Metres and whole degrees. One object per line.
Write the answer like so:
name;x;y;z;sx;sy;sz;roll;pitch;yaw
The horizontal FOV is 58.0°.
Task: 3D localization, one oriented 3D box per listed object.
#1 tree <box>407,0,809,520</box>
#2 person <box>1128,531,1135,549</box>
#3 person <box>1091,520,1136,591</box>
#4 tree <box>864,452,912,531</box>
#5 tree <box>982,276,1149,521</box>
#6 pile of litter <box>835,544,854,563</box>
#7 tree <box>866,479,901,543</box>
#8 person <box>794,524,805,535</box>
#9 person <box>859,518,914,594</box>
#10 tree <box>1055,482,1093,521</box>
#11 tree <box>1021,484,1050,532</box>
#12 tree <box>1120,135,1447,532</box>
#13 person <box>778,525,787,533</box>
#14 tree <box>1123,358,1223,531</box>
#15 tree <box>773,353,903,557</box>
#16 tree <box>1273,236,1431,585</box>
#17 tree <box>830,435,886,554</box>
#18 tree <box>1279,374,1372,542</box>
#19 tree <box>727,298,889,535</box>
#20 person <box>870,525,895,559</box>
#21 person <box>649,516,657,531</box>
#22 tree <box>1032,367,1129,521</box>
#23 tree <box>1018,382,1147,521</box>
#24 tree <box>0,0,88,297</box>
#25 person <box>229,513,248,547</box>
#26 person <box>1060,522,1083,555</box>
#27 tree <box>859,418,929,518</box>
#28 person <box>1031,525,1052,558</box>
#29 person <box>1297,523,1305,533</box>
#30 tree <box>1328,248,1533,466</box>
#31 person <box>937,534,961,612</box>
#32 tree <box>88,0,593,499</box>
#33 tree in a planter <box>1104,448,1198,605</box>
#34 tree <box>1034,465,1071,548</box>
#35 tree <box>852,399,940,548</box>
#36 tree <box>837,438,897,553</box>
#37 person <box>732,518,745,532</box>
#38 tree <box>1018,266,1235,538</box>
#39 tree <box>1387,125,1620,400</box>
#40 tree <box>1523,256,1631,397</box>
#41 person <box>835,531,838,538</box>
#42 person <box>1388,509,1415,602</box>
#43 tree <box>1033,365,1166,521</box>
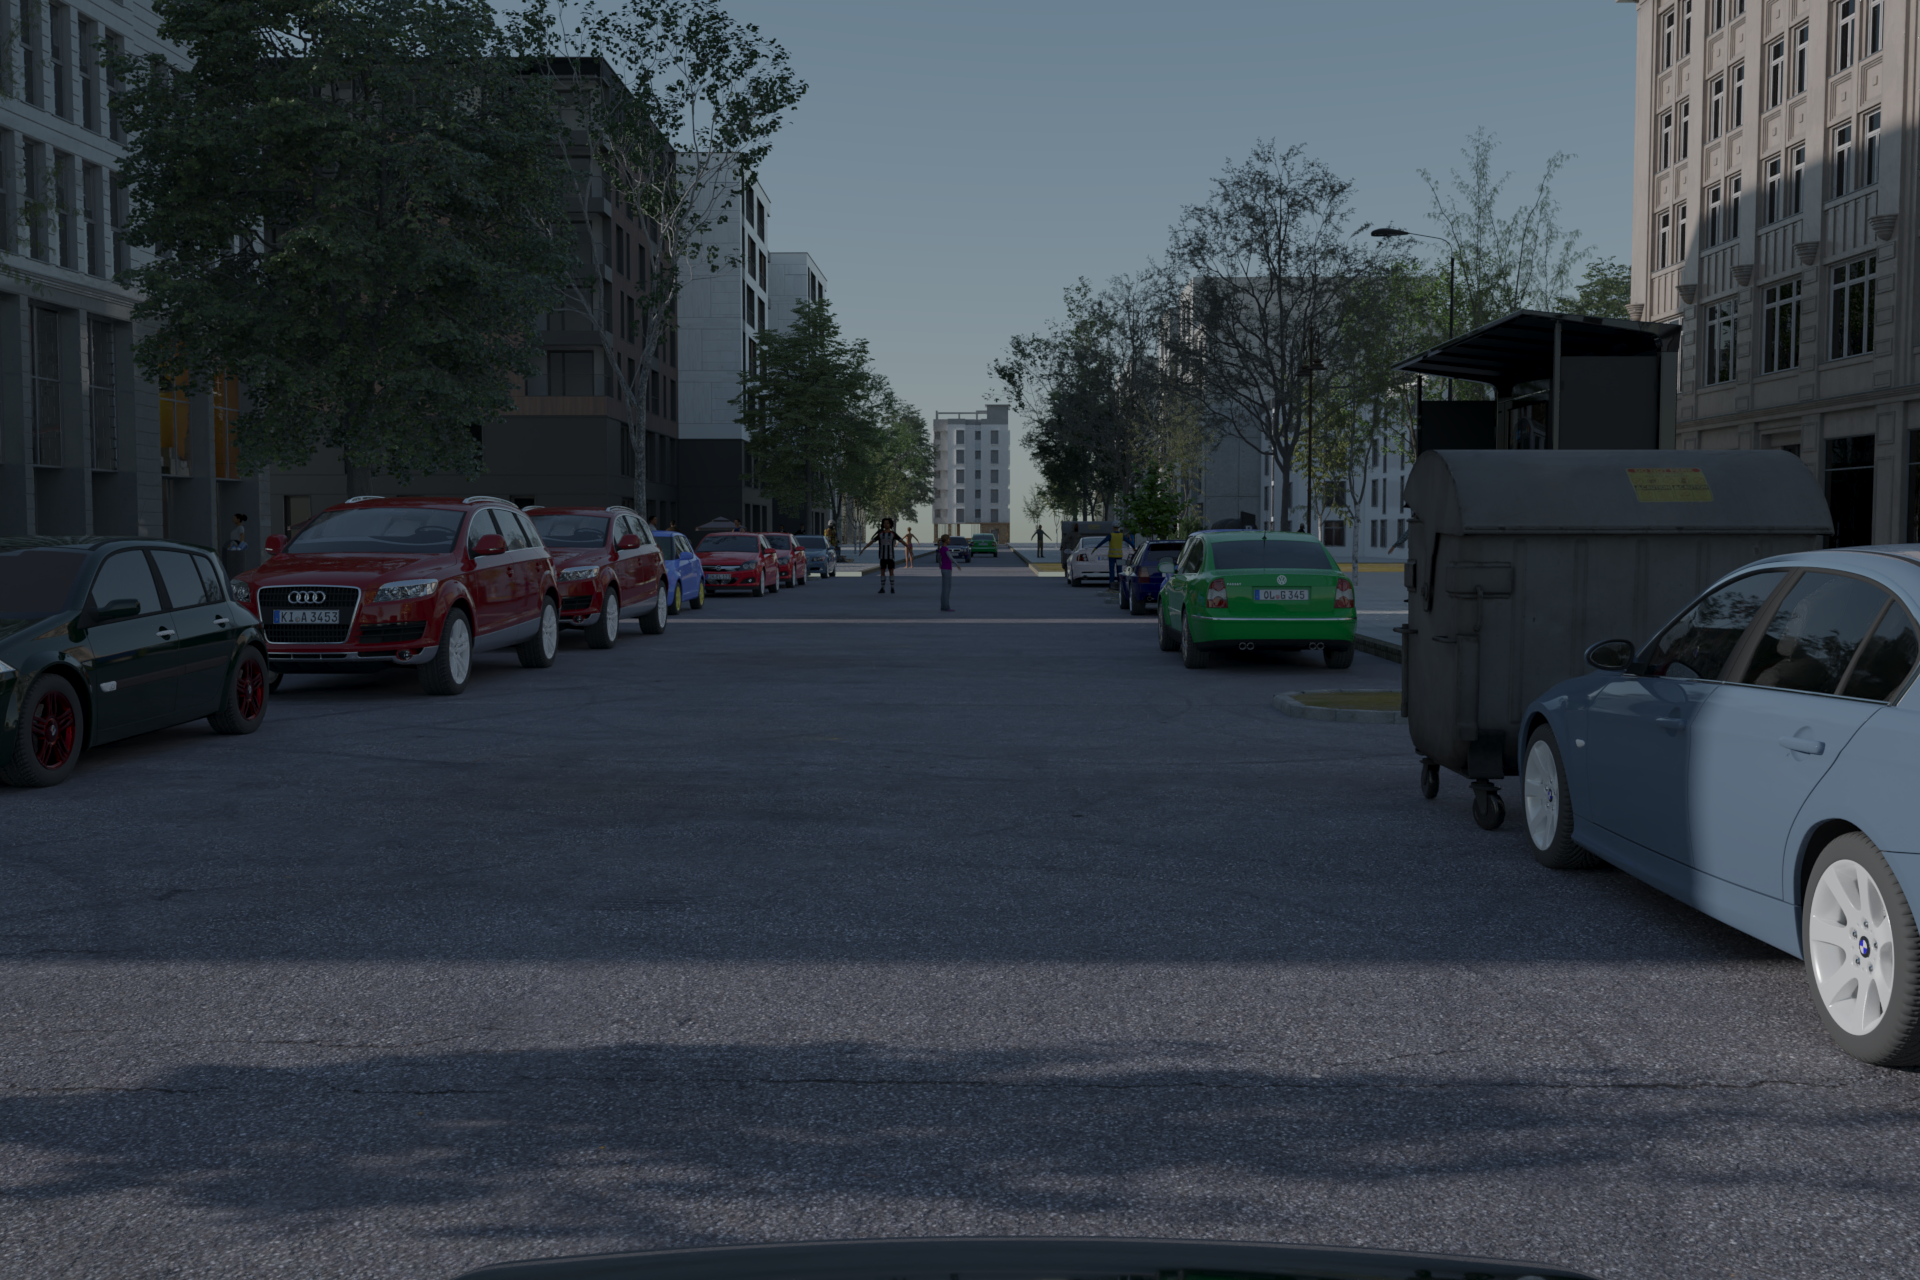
tree;-11.785;-12.367;58.097;12.611;20.169;13.585;0;3;0
person;8.592;-4.951;87.067;0.704;1.817;1.347;1;4;12
person;3.876;-2.107;43.374;1.216;1.772;0.721;-1;4;-13
tree;-6.311;-12.046;147.311;4.737;8.622;4.395;0;3;0
tree;7.990;-16.758;129.878;12.611;20.169;13.585;0;3;0
pile of litter;-5.378;-3.948;78.518;1.176;0.858;1.719;0;4;1
tree;-11.549;-20.594;254.836;7.486;12.596;7.792;0;3;0
person;-8.456;-5.314;92.812;1.347;1.837;0.705;-1;4;-9
person;-1.763;-2.033;41.836;1.345;1.843;0.704;1;4;10
tree;9.412;-12.173;149.386;4.737;8.622;4.395;0;3;0
tree;11.189;-18.538;253.459;4.737;8.622;4.395;0;3;0
tree;10.023;-8.741;53.287;12.009;13.543;11.850;0;3;0
person;-8.975;-4.908;86.963;1.216;1.740;0.721;1;4;16
tree;9.275;-7.434;71.907;4.360;8.622;3.978;0;3;0
tree;-6.996;-10.543;98.138;9.928;11.665;9.643;0;3;0
tree;9.838;-5.656;42.831;4.360;8.622;3.978;0;3;0
tree;-6.772;-9.850;111.406;4.360;8.622;3.978;0;3;0
tree;15.045;-7.434;71.916;4.737;8.622;4.395;0;3;0
tree;-7.264;-10.093;83.151;7.486;12.596;7.792;0;3;0
person;-4.064;-5.144;90.326;1.346;1.802;0.704;1;4;15
person;-8.750;-2.651;49.505;0.704;1.810;1.344;1;4;9
tree;8.496;-12.162;116.976;7.486;12.596;7.792;0;3;0
tree;7.950;-10.303;102.862;8.767;10.594;7.601;-1;4;-21
tree;-11.622;-4.076;17.009;4.360;8.622;3.978;0;3;0
person;-16.042;-1.928;38.290;0.721;1.739;1.217;-2;4;-33
person;3.670;-2.848;55.144;1.348;1.813;0.705;-3;4;-36
tree;-6.324;-14.020;154.987;9.928;11.665;9.643;0;3;0
person;4.383;-5.377;94.188;1.348;1.796;0.705;-2;4;-31
person;17.925;-5.193;90.688;0.705;1.856;1.354;3;5;39
tree;17.276;-8.426;63.519;9.928;11.665;9.643;0;3;0
person;-0.201;-1.244;32.071;0.599;1.433;0.991;-1;4;-22
tree;-11.456;-7.725;32.960;9.857;13.997;8.962;0;3;0
tree in a planter;4.016;-2.374;36.034;1.991;3.239;1.994;0;4;2
tree;8.961;-12.855;160.547;4.737;8.622;4.395;0;3;0
tree;-6.330;-15.771;164.509;9.857;13.997;8.962;0;3;0
tree;-6.724;-10.314;119.002;4.737;8.622;4.395;0;3;0
person;-7.548;-3.212;58.692;1.345;1.807;0.704;3;5;44
tree;7.717;-10.368;79.879;12.009;13.543;11.850;0;3;0
tree;10.053;-4.977;31.734;4.360;8.622;3.978;0;3;0
tree;29.223;-10.417;76.981;9.857;13.997;8.962;0;3;0
person;-6.830;-5.252;91.840;0.705;1.833;1.349;2;4;30
person;8.587;-1.632;32.518;1.345;1.849;0.704;-2;4;-33
tree;7.602;-9.641;92.043;8.767;10.594;7.601;1;4;21
